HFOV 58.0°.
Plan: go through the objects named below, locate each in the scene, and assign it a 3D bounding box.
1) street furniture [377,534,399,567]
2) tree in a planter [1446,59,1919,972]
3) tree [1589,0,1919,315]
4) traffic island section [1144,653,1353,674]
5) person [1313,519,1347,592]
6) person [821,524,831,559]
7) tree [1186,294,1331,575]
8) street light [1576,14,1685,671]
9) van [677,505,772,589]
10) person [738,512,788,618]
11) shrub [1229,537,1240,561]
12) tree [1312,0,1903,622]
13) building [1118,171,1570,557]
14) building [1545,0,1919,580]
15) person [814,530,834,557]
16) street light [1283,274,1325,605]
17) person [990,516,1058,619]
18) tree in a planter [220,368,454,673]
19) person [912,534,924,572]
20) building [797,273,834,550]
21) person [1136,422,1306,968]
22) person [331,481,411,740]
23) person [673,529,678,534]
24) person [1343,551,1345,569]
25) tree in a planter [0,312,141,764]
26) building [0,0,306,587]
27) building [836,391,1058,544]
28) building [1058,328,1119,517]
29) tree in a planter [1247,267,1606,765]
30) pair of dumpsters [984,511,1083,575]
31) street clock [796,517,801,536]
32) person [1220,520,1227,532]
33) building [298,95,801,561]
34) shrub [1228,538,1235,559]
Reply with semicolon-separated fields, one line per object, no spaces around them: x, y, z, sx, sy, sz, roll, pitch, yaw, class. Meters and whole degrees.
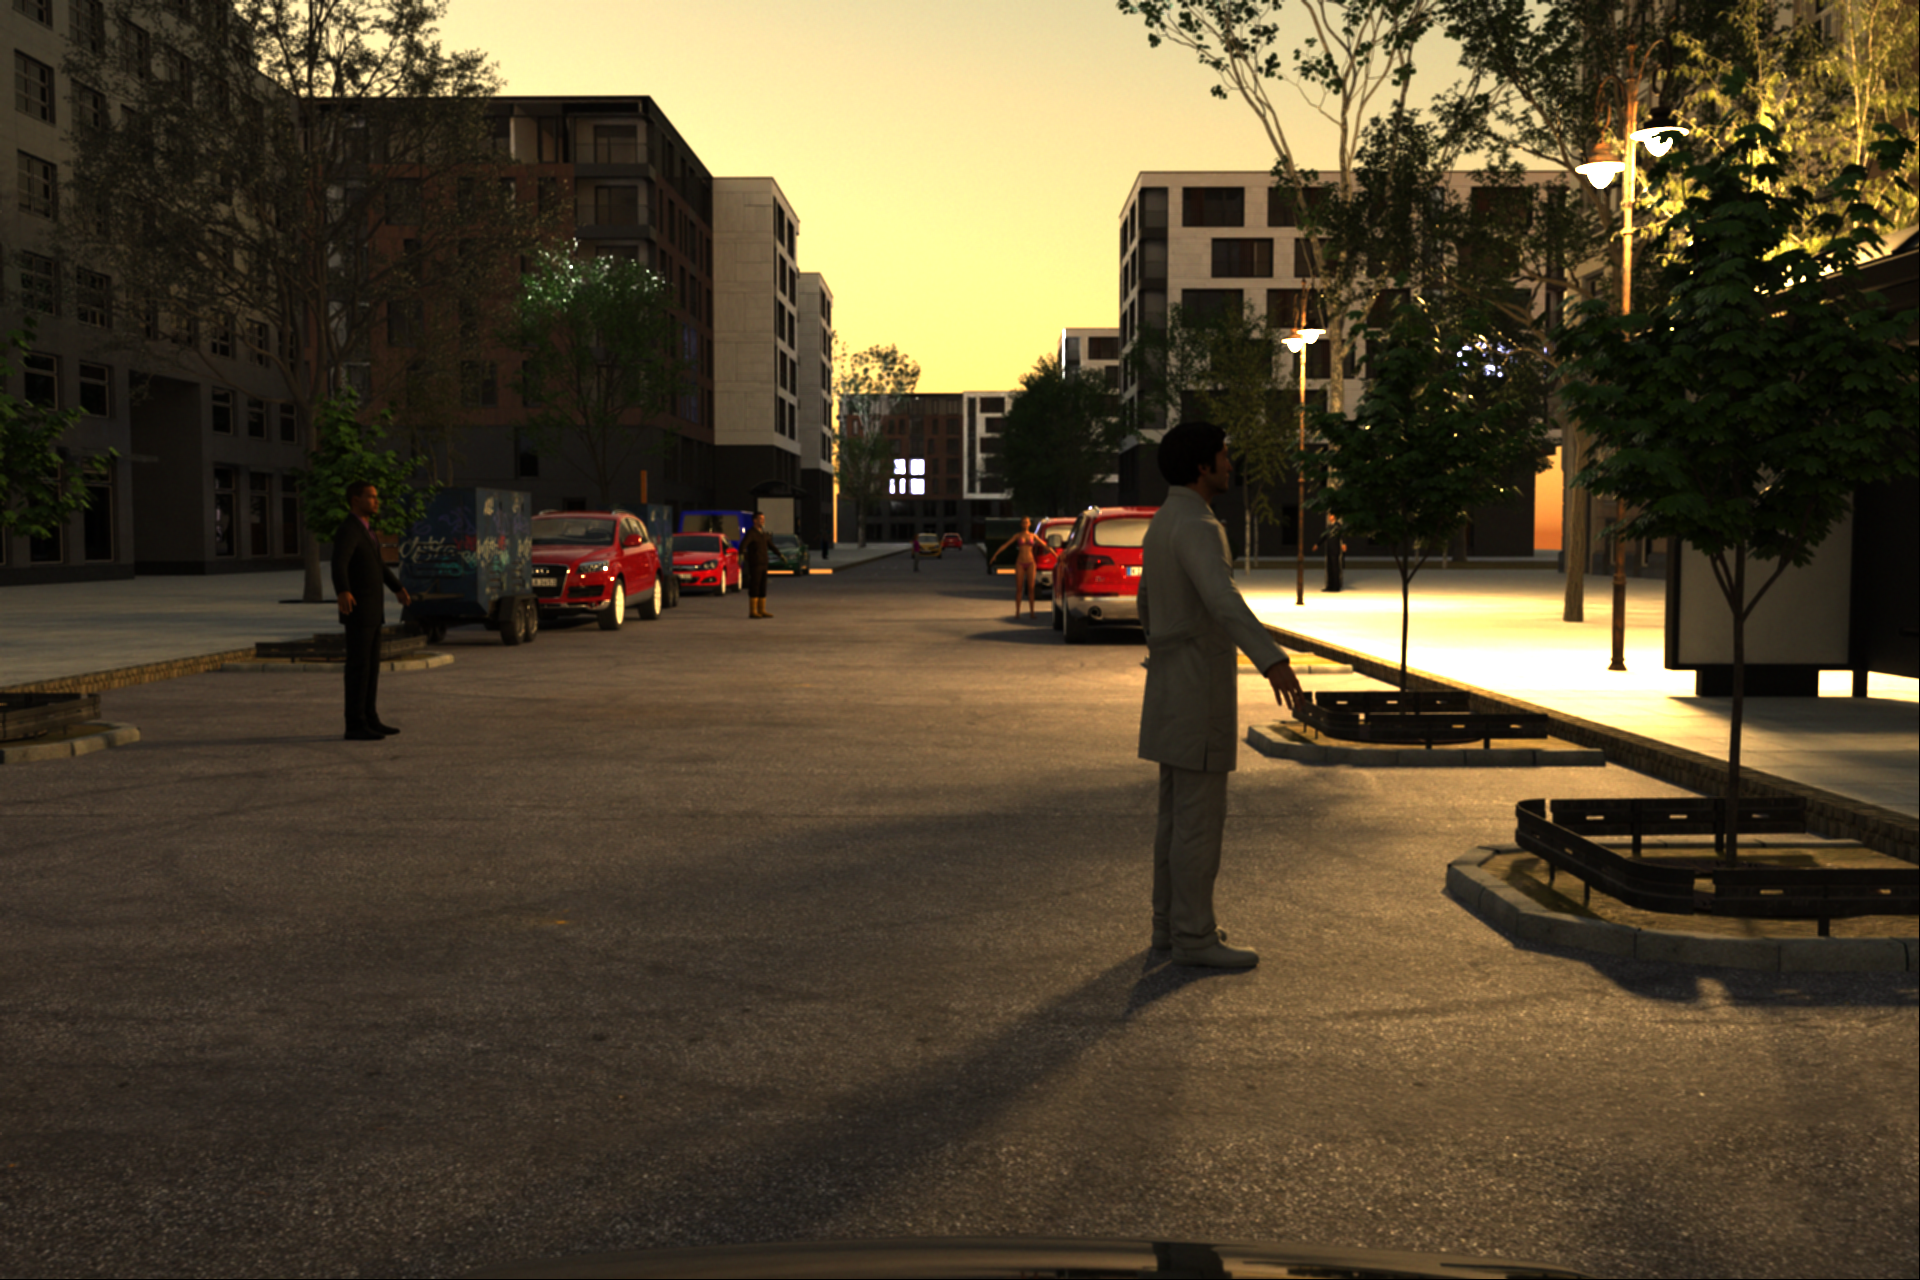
-21.069;-3.986;72.024;9.812;1.723;11.010;-2;4;-24;street furniture
2.973;-0.572;6.571;1.991;3.239;1.994;0;4;-1;tree in a planter
8.891;-4.068;16.868;4.360;8.622;3.978;0;3;0;tree
3.023;0.255;18.690;1.991;0.108;1.994;0;3;0;traffic island section
8.255;-1.981;38.437;0.704;1.823;1.345;-1;4;-18;person
-6.879;-5.045;88.611;0.705;1.813;1.348;1;4;11;person
9.202;-6.324;53.755;4.737;8.622;4.395;0;3;0;tree
6.185;-2.650;16.115;0.468;5.910;1.993;0;4;1;street light
-6.407;-2.616;47.164;2.240;2.365;5.245;0;4;1;van
-3.420;-1.283;29.567;0.704;1.812;1.346;2;4;29;person
12.264;-4.149;78.961;1.383;1.207;1.383;0;3;0;shrub
8.785;-5.528;24.796;8.767;10.594;7.601;2;4;33;tree
24.208;-16.522;114.106;27.936;21.610;32.646;0;4;0;building
26.010;-15.969;47.001;13.634;28.700;20.117;0;4;1;building
-7.748;-5.684;99.067;1.347;1.817;0.704;2;4;29;person
6.132;-3.564;31.062;0.468;5.910;1.993;0;3;0;street light
1.109;-1.225;29.291;1.217;1.733;0.721;0;4;-2;person
-6.661;-1.321;18.819;1.991;3.239;1.994;0;4;1;tree in a planter
-1.590;-3.290;65.511;0.599;1.433;0.991;2;4;24;person
-24.870;-17.701;133.393;27.936;21.610;32.646;0;3;0;building
0.814;0.170;5.858;0.705;1.806;1.347;-1;4;-10;person
-4.174;-0.214;12.183;0.704;1.802;1.346;0;4;-1;person
-9.246;-3.190;58.334;1.348;1.807;0.705;0;4;-3;person
12.995;-3.235;59.678;0.721;1.737;1.214;2;4;29;person
-6.702;-0.873;11.490;1.991;3.239;1.994;0;4;0;tree in a planter
-28.236;-14.201;50.593;11.959;24.771;22.079;0;4;0;building
-1.106;-25.275;259.671;32.646;21.610;27.936;0;4;3;building
24.430;-21.051;188.161;27.936;21.610;32.646;0;4;1;building
3.004;-0.881;11.634;1.991;3.239;1.994;0;4;-1;tree in a planter
3.070;-3.465;61.597;4.436;2.255;1.574;0;4;1;pair of dumpsters
-6.890;-4.191;73.093;0.358;2.002;0.471;0;4;1;street clock
10.253;-3.778;67.630;0.705;1.847;1.347;1;4;17;person
-24.686;-15.511;97.572;27.936;21.610;32.646;0;4;1;building
10.640;-3.610;70.139;1.383;1.207;1.383;0;3;0;shrub
